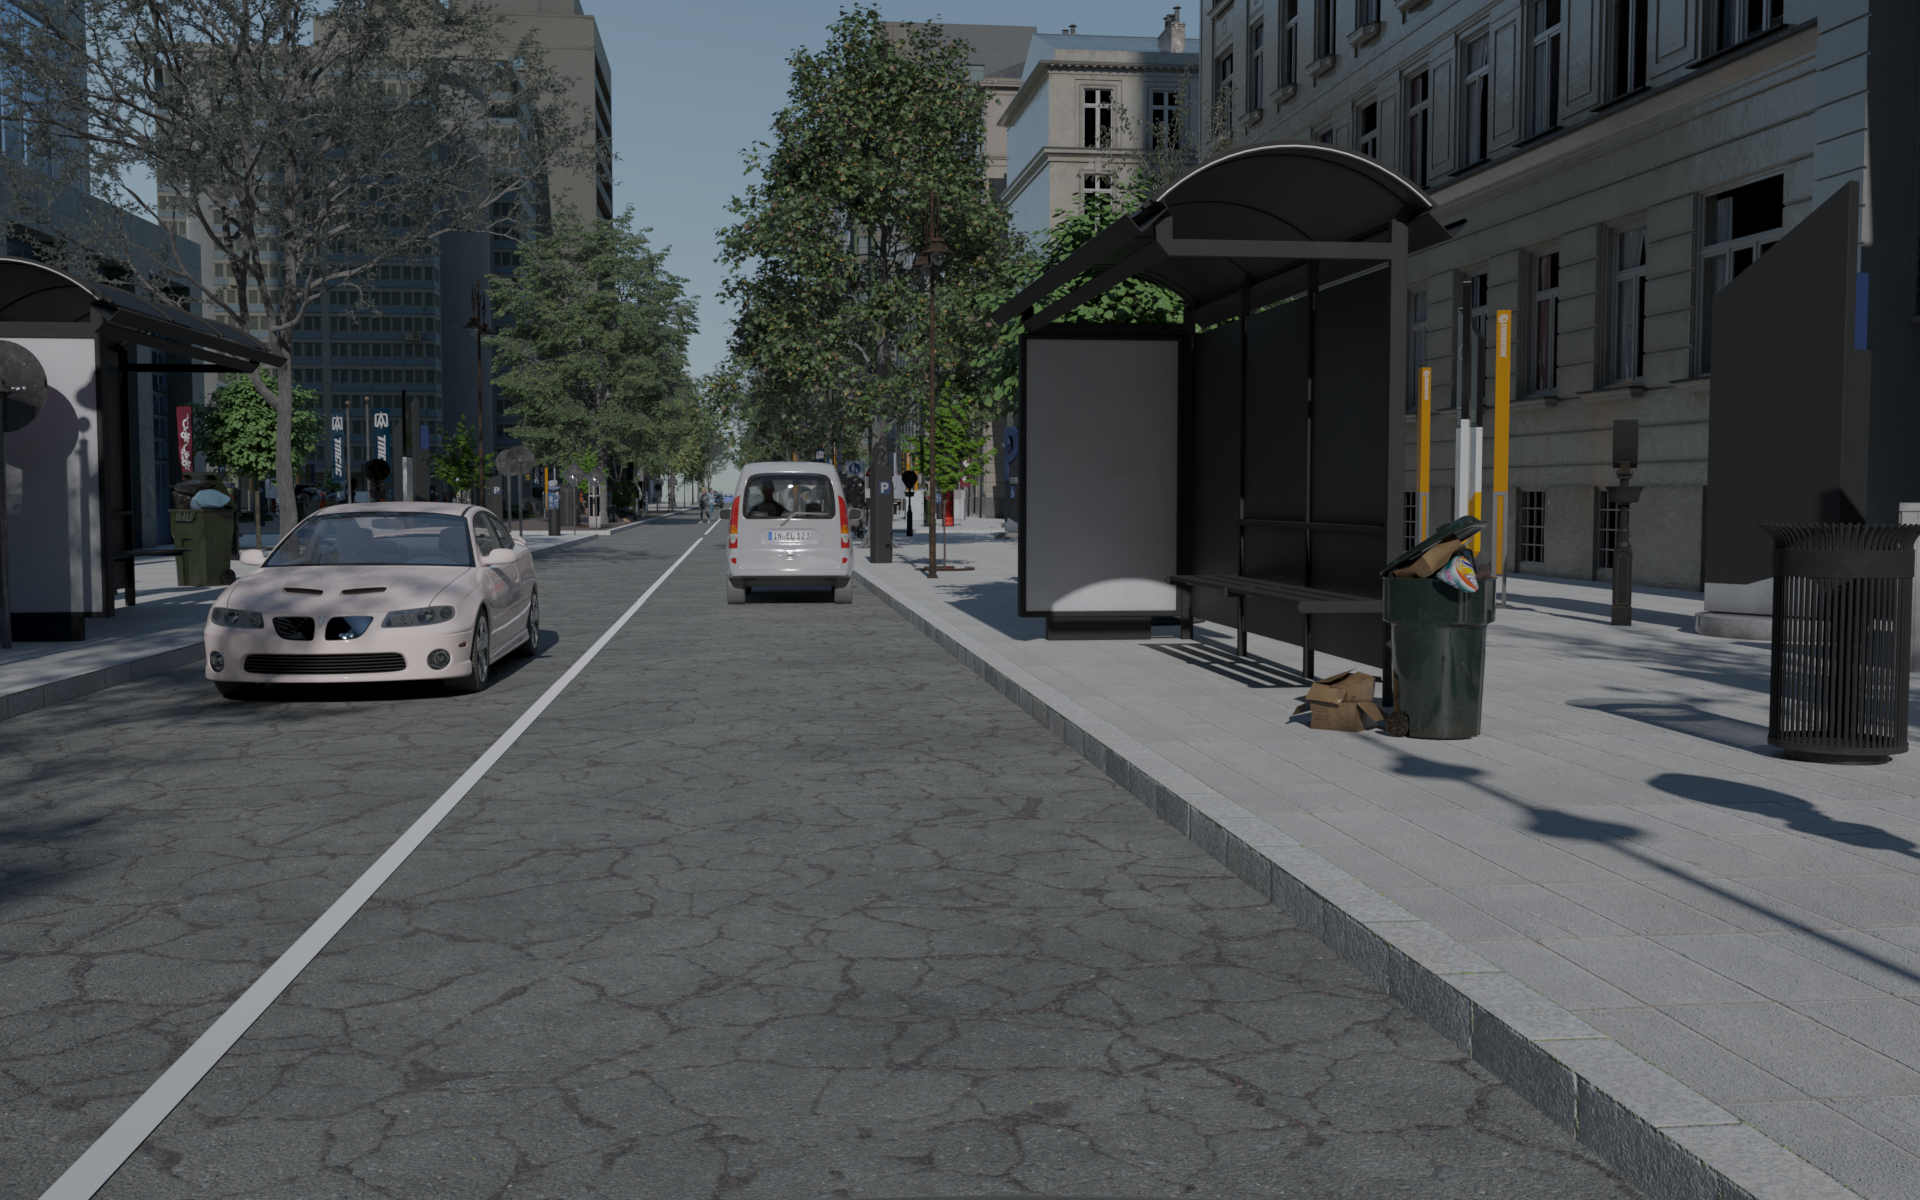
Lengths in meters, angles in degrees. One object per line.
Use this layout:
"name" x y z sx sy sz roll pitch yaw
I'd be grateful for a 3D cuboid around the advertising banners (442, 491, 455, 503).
"advertising banners" -29.208 -6.323 99.568 0.090 3.025 2.074 1 4 14

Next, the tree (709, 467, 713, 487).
"tree" -40.068 -19.548 269.973 4.360 8.622 3.978 0 3 0

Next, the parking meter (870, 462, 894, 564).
"parking meter" -1.449 -1.614 32.105 0.399 1.863 0.255 -2 4 -32

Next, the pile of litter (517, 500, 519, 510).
"pile of litter" -31.017 -6.678 123.150 1.176 0.858 1.719 -2 4 -28

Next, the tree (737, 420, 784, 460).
"tree" -19.405 -15.926 178.524 7.486 12.596 7.792 0 3 0

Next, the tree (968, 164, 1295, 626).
"tree" 1.809 -2.056 17.337 4.285 4.588 4.351 0 3 0

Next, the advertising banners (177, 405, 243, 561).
"advertising banners" -14.664 -2.300 33.794 2.074 3.025 0.090 2 4 35

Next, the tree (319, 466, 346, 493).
"tree" -39.269 -6.934 107.968 1.663 3.219 1.824 0 3 0

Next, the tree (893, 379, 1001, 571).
"tree" -0.127 -2.112 29.128 1.663 3.219 1.824 0 3 0

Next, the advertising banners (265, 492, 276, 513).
"advertising banners" -47.637 -7.586 120.218 0.090 3.025 2.074 1 4 21

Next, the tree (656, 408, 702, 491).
"tree" -23.661 -11.795 143.217 4.737 8.622 4.395 0 3 0

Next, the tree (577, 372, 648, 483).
"tree" -18.029 -8.584 90.704 4.360 8.622 3.978 0 3 0

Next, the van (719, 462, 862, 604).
"van" -2.340 -1.033 23.901 2.013 2.044 4.112 0 4 -5

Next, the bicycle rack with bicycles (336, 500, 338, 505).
"bicycle rack with bicycles" -37.521 -5.562 104.328 2.925 0.926 2.852 2 4 26

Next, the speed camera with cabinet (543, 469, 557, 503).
"speed camera with cabinet" -27.494 -7.447 116.094 0.660 3.252 2.038 -2 4 -25

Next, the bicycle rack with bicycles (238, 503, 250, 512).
"bicycle rack with bicycles" -50.086 -6.801 124.580 2.852 0.926 2.925 -2 4 -29

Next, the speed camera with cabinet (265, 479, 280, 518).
"speed camera with cabinet" -40.942 -6.719 104.190 2.038 3.252 0.660 3 4 36

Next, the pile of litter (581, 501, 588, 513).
"pile of litter" -25.740 -6.330 117.462 1.176 0.858 1.719 -1 4 -22

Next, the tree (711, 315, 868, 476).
"tree" -9.387 -11.503 98.440 12.009 13.543 11.850 0 3 0

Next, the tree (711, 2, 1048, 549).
"tree" -1.809 -7.564 40.683 9.611 12.733 9.660 0 3 0

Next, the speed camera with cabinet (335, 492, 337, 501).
"speed camera with cabinet" -44.240 -7.894 123.396 0.660 3.252 2.038 -3 5 -39

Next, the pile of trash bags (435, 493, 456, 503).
"pile of trash bags" -31.454 -5.852 105.433 1.912 1.369 3.447 0 4 3

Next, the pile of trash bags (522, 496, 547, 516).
"pile of trash bags" -24.369 -5.620 101.634 3.447 1.369 1.912 3 4 38

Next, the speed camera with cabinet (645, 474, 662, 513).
"speed camera with cabinet" -21.444 -7.604 118.654 2.038 3.252 0.660 -2 4 -33

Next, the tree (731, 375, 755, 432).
"tree" -29.688 -24.568 257.571 12.611 20.169 13.585 0 3 0

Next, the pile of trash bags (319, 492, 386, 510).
"pile of trash bags" -28.278 -4.297 80.010 3.447 1.369 1.912 1 4 12

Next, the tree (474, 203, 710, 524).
"tree" -15.735 -10.298 75.034 9.857 13.997 8.962 0 3 0

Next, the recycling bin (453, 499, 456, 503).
"recycling bin" -28.060 -5.189 97.402 0.722 1.027 0.722 -2 4 -35

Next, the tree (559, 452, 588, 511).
"tree" -29.267 -9.116 132.762 4.285 4.588 4.351 0 3 0

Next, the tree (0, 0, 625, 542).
"tree" -10.426 -7.081 26.151 12.009 13.543 11.850 0 3 0

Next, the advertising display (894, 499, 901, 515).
"advertising display" -4.101 -6.268 107.700 0.974 1.923 0.123 -3 4 -38

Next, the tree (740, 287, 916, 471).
"tree" -5.013 -8.471 72.916 7.601 10.594 8.767 -3 4 -36

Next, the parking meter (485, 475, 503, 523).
"parking meter" -14.187 -2.886 52.898 0.399 1.863 0.255 -2 4 -27

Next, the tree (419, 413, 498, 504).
"tree" -11.835 -2.871 41.548 1.663 3.219 1.824 0 3 0

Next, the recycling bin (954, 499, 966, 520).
"recycling bin" -0.114 -4.407 84.602 0.722 1.027 0.722 1 4 9

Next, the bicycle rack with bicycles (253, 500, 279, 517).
"bicycle rack with bicycles" -38.956 -5.277 99.658 2.925 0.926 2.852 -1 4 -16

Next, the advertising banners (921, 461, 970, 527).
"advertising banners" -0.497 -4.376 67.733 2.074 3.025 0.090 -1 4 -13

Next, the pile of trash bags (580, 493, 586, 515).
"pile of trash bags" -23.985 -6.022 108.210 3.447 1.369 1.912 -2 4 -31

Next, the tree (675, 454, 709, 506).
"tree" -29.541 -14.529 187.912 4.360 8.622 3.978 0 3 0

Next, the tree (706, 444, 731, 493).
"tree" -41.388 -22.029 285.923 9.928 11.665 9.643 0 3 0

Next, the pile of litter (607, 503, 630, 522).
"pile of litter" -15.772 -4.017 79.650 1.176 0.858 1.719 -1 4 -18

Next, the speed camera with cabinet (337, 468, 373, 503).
"speed camera with cabinet" -39.747 -7.318 113.993 2.038 3.252 0.660 0 4 7

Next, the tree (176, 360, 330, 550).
"tree" -16.309 -3.465 40.374 4.285 4.588 4.351 0 3 0

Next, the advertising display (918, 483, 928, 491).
"advertising display" -2.315 -6.031 103.819 0.974 1.923 0.123 3 4 36

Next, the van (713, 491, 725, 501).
"van" -31.672 -13.415 226.341 2.013 2.044 4.112 0 4 -7

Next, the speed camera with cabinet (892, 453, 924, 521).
"speed camera with cabinet" -2.471 -5.431 83.126 2.038 3.252 0.660 3 4 36

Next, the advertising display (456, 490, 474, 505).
"advertising display" -17.420 -3.409 60.949 0.974 1.923 0.123 3 5 41

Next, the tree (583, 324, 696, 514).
"tree" -20.399 -11.743 110.127 7.486 12.596 7.792 0 3 0

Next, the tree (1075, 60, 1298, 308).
"tree" 3.807 -4.906 30.578 4.360 8.622 3.978 0 3 0

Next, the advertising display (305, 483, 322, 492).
"advertising display" -36.610 -5.683 98.124 0.974 1.923 0.123 0 4 1

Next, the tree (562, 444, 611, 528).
"tree" -14.153 -4.396 66.482 1.663 3.219 1.824 0 3 0

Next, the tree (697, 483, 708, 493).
"tree" -38.987 -16.410 262.906 1.663 3.219 1.824 0 3 0
